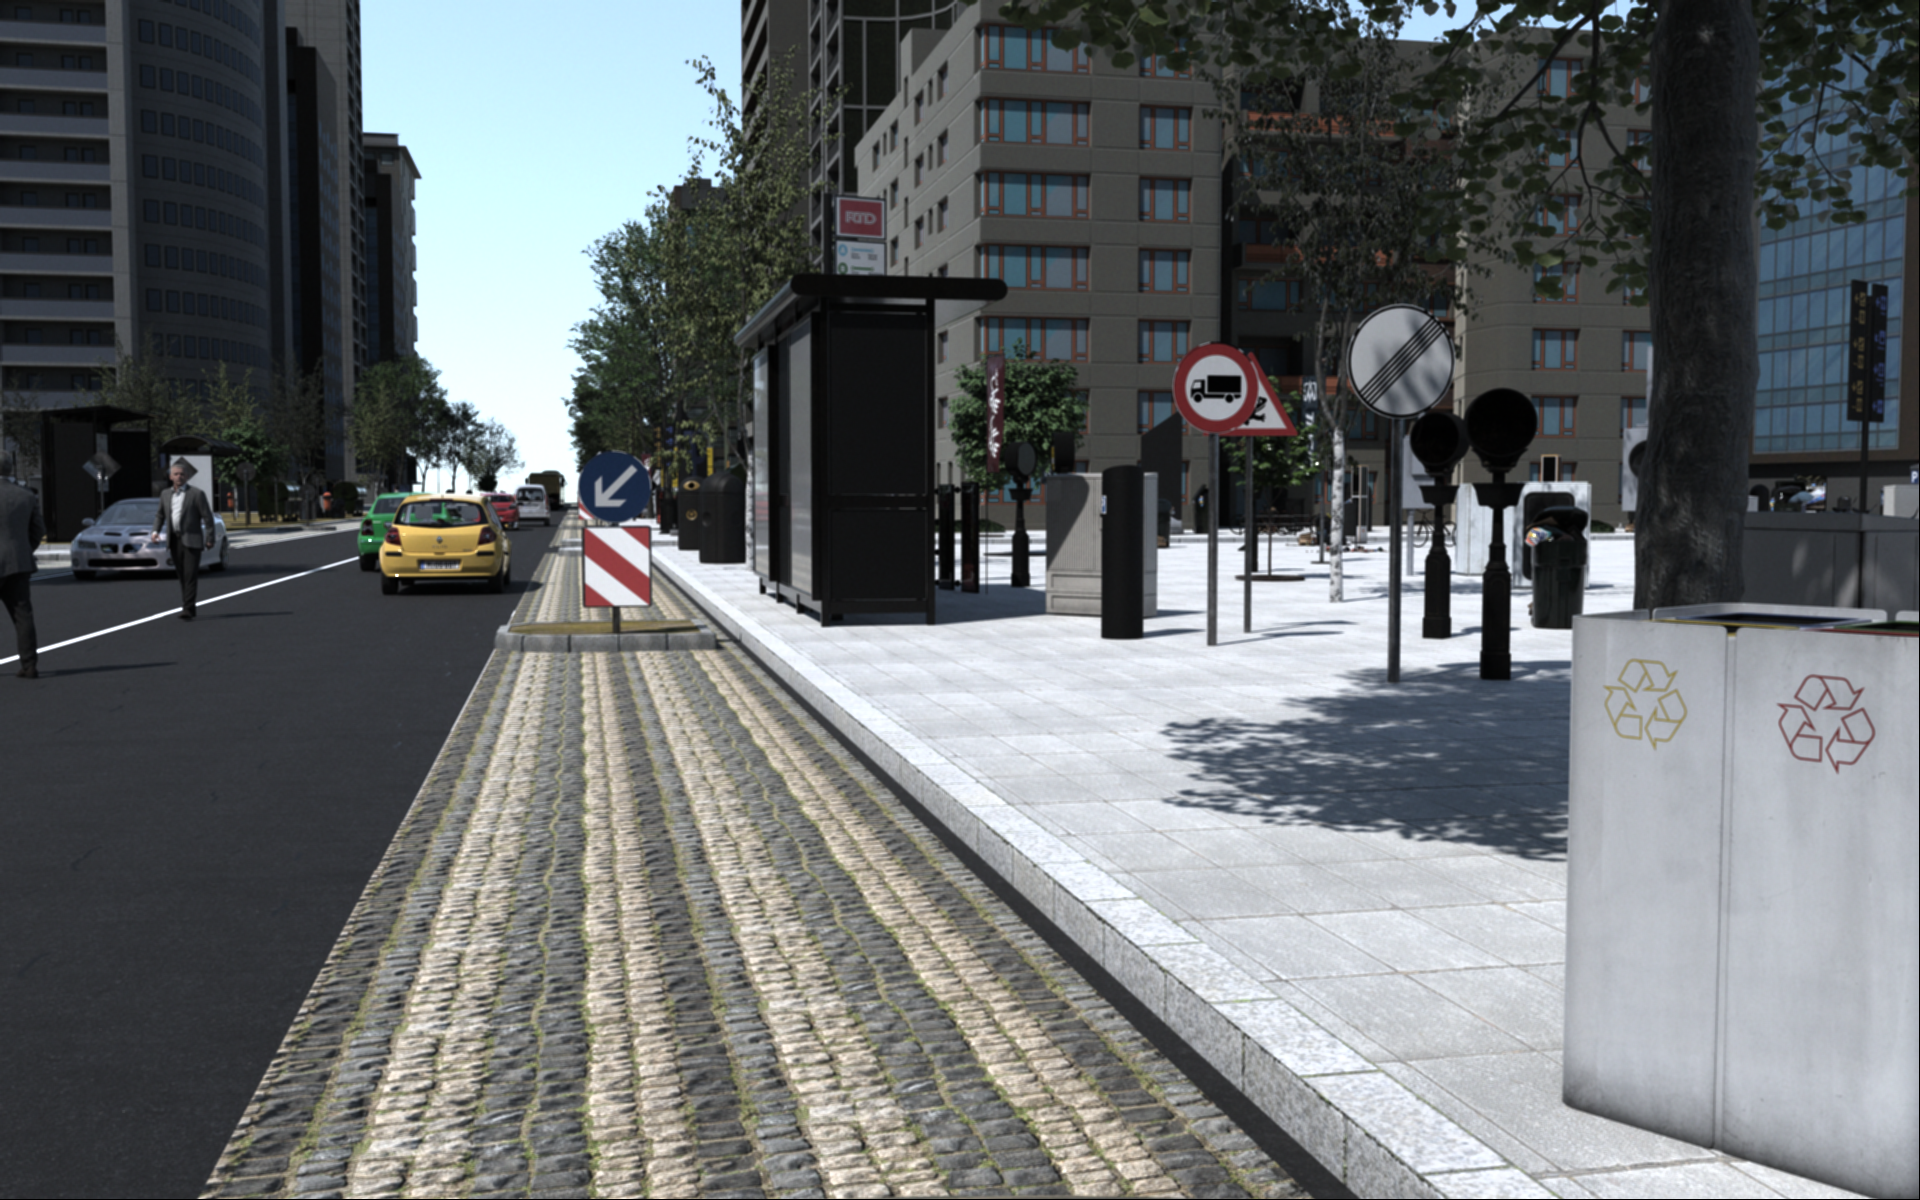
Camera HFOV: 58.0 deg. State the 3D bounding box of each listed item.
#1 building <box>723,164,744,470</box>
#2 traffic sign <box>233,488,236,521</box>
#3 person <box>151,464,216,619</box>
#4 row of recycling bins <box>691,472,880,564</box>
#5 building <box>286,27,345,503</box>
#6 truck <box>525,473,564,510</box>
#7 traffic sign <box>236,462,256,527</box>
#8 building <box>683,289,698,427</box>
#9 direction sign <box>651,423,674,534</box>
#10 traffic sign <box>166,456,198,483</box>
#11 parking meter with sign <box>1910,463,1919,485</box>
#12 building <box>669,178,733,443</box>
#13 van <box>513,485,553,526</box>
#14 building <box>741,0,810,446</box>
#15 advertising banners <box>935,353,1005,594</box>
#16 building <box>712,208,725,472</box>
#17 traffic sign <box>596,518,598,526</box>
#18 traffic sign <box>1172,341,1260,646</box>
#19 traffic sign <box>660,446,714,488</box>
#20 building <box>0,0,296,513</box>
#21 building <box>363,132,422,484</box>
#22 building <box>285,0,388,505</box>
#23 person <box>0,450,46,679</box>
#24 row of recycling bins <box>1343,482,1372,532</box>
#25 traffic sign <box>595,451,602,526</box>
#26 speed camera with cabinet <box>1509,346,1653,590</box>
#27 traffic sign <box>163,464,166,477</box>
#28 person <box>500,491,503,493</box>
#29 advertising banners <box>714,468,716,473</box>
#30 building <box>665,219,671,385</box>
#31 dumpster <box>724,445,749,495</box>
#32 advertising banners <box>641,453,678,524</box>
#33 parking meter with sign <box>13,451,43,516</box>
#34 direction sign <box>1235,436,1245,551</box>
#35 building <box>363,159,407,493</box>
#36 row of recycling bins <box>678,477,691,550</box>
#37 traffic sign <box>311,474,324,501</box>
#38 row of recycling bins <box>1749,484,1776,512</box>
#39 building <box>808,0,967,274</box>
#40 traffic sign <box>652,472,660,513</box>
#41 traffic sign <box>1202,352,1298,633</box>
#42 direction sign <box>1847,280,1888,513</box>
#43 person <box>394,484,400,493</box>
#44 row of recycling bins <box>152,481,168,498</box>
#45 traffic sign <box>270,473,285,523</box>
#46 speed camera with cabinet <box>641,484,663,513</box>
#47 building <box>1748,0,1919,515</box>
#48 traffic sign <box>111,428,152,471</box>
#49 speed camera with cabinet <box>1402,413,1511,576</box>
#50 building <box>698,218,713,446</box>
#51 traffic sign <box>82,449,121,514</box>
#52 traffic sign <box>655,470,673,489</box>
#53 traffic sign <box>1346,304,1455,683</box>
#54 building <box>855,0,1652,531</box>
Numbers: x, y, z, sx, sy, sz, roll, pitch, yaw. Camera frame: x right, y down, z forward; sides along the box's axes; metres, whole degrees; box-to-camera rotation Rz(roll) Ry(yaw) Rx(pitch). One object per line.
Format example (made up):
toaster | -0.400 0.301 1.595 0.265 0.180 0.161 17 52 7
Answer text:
building | -13.143 -23.448 155.080 14.160 30.474 14.107 -1 4 -12
traffic sign | -34.466 -5.023 82.229 0.768 2.556 0.104 0 4 -8
person | -8.903 -0.667 19.809 0.661 1.777 0.834 0 4 -7
row of recycling bins | -3.170 -1.568 32.744 3.534 1.692 1.069 -2 4 -26
building | -68.925 -31.784 169.779 14.600 45.320 14.200 -1 4 -12
truck | -37.463 -9.800 156.149 3.469 3.379 9.791 -1 4 -13
traffic sign | -28.147 -4.170 68.279 0.768 2.556 0.104 0 4 -3
building | -30.055 -28.160 232.120 14.160 30.474 14.107 -1 4 -12
direction sign | -9.509 -3.893 55.655 0.876 3.537 0.379 2 4 35
traffic sign | -20.701 -2.599 46.128 0.795 2.450 0.064 -1 4 -12
parking meter with sign | 24.153 -2.876 43.284 1.738 3.016 0.543 0 4 -2
building | -33.746 -36.429 245.717 14.600 45.320 14.200 -1 4 -12
van | -19.312 -4.336 77.903 2.013 2.044 4.112 -1 4 -14
building | -5.653 -31.448 137.869 21.300 48.544 21.600 -1 4 -12
advertising banners | 0.122 -1.612 22.536 0.090 3.025 2.074 -2 4 -25
building | -16.164 -24.290 168.834 14.160 30.474 14.107 -1 4 -12
traffic sign | -10.156 -2.739 48.429 0.795 2.450 0.064 -1 4 -12
traffic sign | 2.134 -0.885 14.583 0.768 2.556 0.104 -1 4 -12
traffic sign | -11.602 -4.881 73.674 2.265 3.308 0.079 -1 4 -11
building | -62.729 -35.795 127.243 21.231 58.520 28.212 -1 4 -12
building | -94.333 -40.636 253.642 28.713 52.752 27.495 -1 4 -12
building | -83.029 -47.541 215.539 20.563 71.187 20.611 -1 4 -12
person | -7.563 -0.285 13.560 0.834 1.777 0.661 2 4 24
row of recycling bins | 13.594 -3.247 60.197 1.069 1.692 3.534 0 4 4
traffic sign | -8.432 -2.262 40.632 0.795 2.450 0.064 -1 4 -12
speed camera with cabinet | 8.528 -1.770 23.279 2.038 3.252 0.660 1 4 19
traffic sign | -30.326 -4.077 66.764 0.768 2.556 0.104 0 4 -4
person | -40.033 -8.671 150.957 1.217 1.739 0.721 2 4 24
advertising banners | -16.047 -7.394 117.075 2.074 3.025 0.090 -2 4 -33
building | -34.229 -37.509 267.897 22.147 44.769 28.867 -1 4 -12
dumpster | -4.215 -2.024 35.585 1.502 2.255 1.985 -1 4 -12
advertising banners | -12.809 -4.785 74.421 2.074 3.025 0.090 1 4 23
parking meter with sign | -37.628 -4.555 70.735 1.738 3.016 0.543 -2 4 -24
direction sign | 6.478 -2.881 39.098 0.379 3.537 0.876 3 5 44
building | -83.078 -35.736 234.398 14.600 45.320 14.200 -1 4 -12
row of recycling bins | -4.948 -1.957 39.111 3.534 1.692 1.069 2 4 33
traffic sign | -40.057 -6.602 108.044 0.768 2.556 0.104 0 4 -8
row of recycling bins | 46.149 -5.567 98.127 1.069 1.692 3.534 -1 4 -13
building | -0.617 -41.288 113.315 20.563 71.187 20.611 -1 4 -12
traffic sign | -17.723 -6.170 100.986 0.768 2.556 0.104 -1 4 -11
traffic sign | 2.659 -0.975 15.951 0.884 2.594 0.081 0 4 -4
direction sign | 9.744 -1.630 18.653 0.876 3.537 0.379 -3 5 -41
person | -20.405 -3.307 62.849 0.678 1.792 0.850 -3 5 -43
row of recycling bins | -26.001 -3.000 56.160 1.069 1.692 3.534 -2 4 -30
traffic sign | -30.267 -4.683 76.675 0.768 2.556 0.104 0 4 -7
speed camera with cabinet | -18.432 -6.623 102.616 2.038 3.252 0.660 1 4 10
building | 45.038 -26.144 77.569 14.200 45.320 14.600 -1 4 -12
traffic sign | -25.981 -3.626 53.151 2.265 3.308 0.079 0 4 -4
speed camera with cabinet | 7.875 -2.016 27.291 2.038 3.252 0.660 0 4 -4
building | -19.694 -25.137 182.693 14.160 30.474 14.107 -1 4 -12
traffic sign | -18.978 -2.122 38.331 0.795 2.450 0.064 -1 4 -12
traffic sign | -17.915 -6.734 103.968 2.265 3.308 0.079 -1 4 -9
traffic sign | 2.953 -0.710 11.716 0.768 2.556 0.104 -1 4 -9
building | 11.835 -14.154 76.458 28.899 21.520 27.650 -1 4 -12
